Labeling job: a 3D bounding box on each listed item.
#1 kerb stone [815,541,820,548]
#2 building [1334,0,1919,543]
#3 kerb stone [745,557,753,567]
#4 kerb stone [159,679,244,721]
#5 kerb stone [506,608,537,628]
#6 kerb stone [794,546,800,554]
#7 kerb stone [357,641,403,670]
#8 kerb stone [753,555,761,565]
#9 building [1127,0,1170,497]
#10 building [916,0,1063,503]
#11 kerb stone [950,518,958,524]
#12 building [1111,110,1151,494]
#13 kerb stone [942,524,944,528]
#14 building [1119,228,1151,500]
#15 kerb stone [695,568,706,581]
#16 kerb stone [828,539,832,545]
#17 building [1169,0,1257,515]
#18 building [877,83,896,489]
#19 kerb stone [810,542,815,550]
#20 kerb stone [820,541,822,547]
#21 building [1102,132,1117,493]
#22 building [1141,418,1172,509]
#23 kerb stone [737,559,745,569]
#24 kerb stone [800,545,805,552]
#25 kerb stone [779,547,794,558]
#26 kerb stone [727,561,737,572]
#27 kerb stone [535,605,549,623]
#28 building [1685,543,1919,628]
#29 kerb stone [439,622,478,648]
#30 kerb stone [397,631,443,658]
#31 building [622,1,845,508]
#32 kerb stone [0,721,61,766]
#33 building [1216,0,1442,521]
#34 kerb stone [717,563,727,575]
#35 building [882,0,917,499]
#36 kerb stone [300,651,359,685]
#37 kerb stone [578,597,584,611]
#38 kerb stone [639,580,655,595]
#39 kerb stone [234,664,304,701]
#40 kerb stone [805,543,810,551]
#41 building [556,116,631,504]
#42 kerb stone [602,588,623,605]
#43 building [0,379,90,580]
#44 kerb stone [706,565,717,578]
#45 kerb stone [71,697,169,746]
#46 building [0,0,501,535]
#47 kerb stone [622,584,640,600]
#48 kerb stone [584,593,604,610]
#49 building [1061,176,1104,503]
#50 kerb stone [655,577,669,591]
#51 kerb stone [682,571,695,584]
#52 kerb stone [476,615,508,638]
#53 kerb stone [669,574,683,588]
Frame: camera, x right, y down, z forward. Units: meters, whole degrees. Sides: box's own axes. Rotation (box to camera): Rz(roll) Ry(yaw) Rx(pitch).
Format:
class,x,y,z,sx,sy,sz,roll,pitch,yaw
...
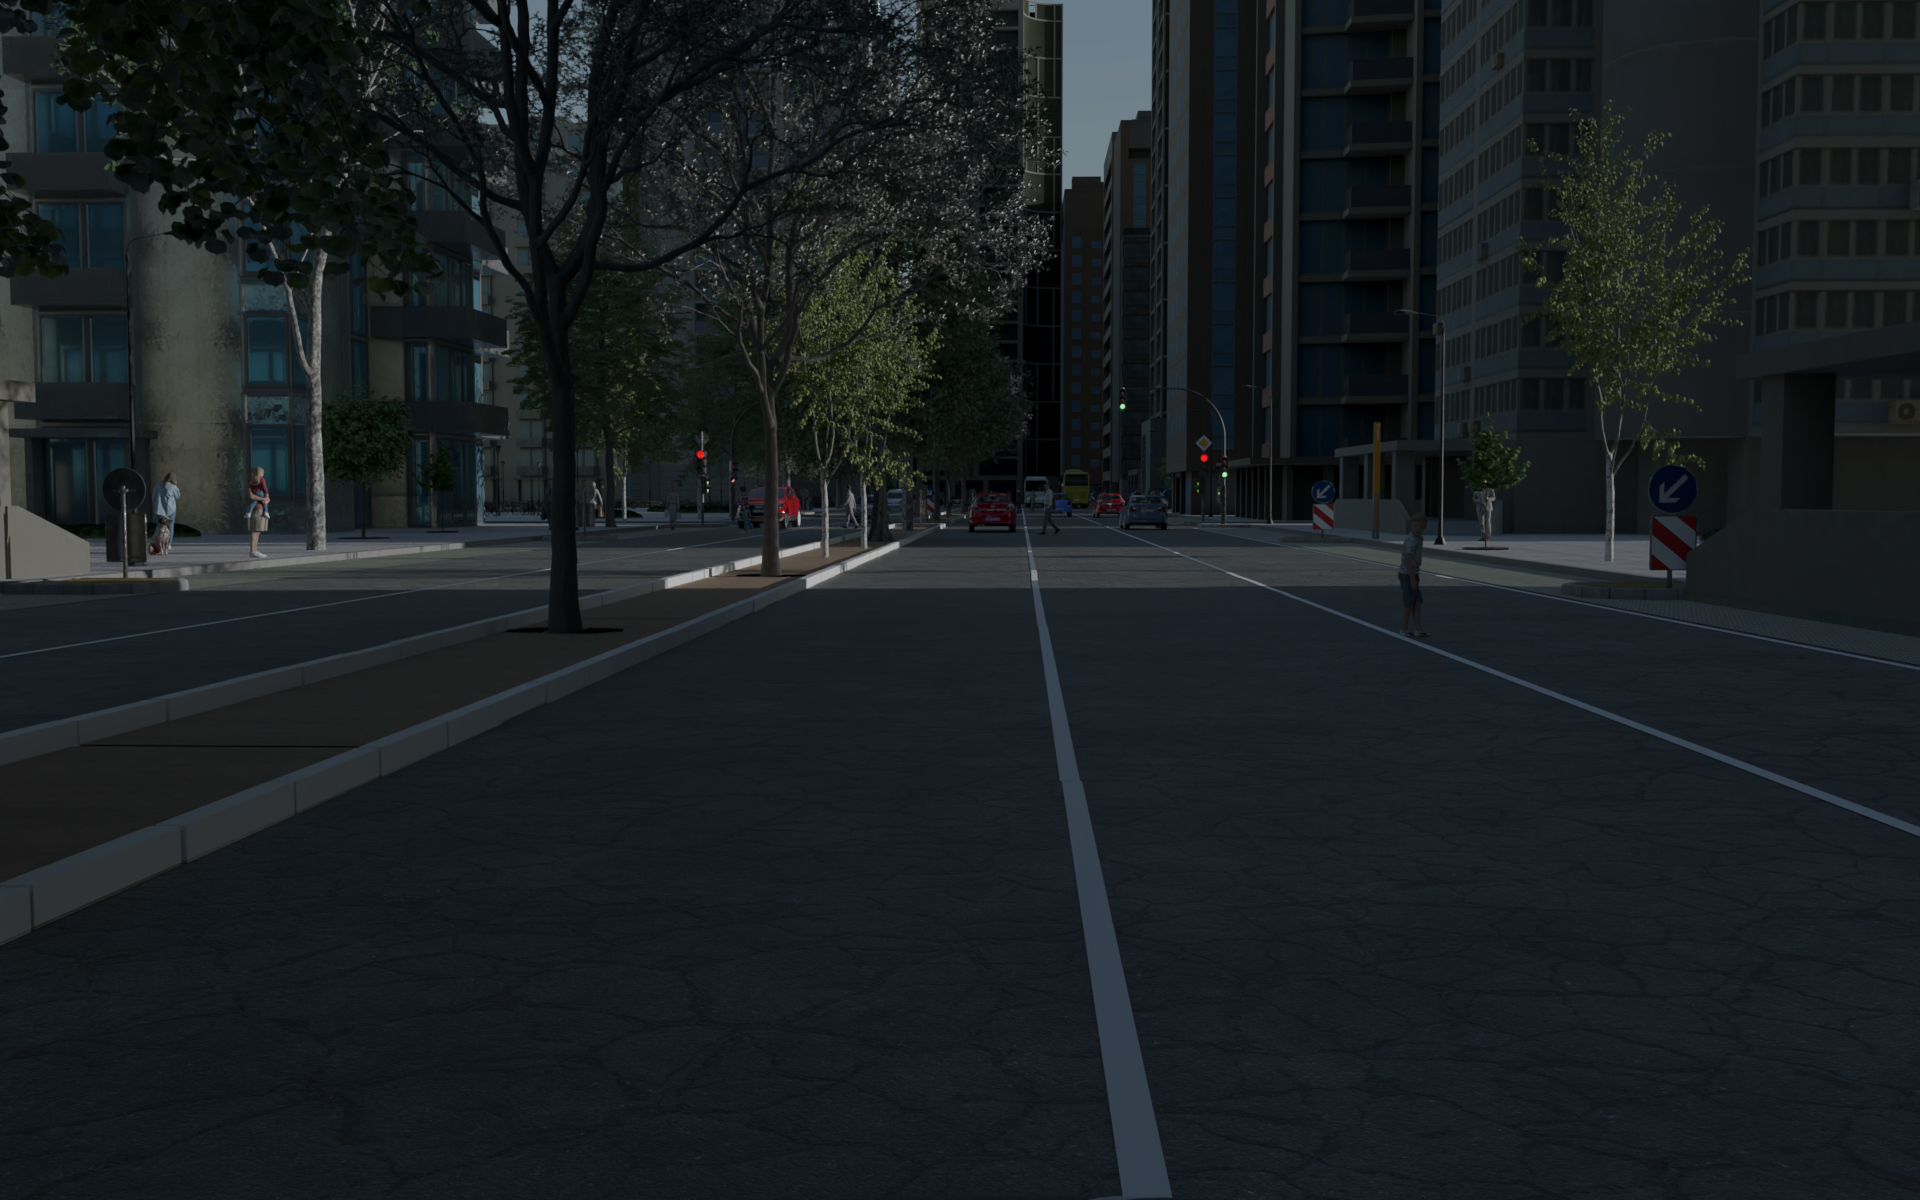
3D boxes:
class,x,y,z,sx,sy,sz,roll,pitch,yaw
kerb stone,-3.843,-1.404,45.152,0.120,0.150,1.000,0,4,2
building,30.283,-22.474,59.331,32.217,40.220,23.993,0,4,2
kerb stone,-4.230,-0.715,33.886,0.120,0.150,1.000,0,4,2
kerb stone,-4.999,0.663,11.360,0.120,0.150,1.000,0,4,2
kerb stone,-4.758,0.224,18.531,0.120,0.150,1.000,0,4,2
kerb stone,-3.984,-1.150,41.053,0.120,0.150,1.000,0,4,2
kerb stone,-4.897,0.484,14.426,0.120,0.150,1.000,0,4,2
kerb stone,-4.187,-0.777,34.907,0.120,0.150,1.000,0,4,2
building,27.543,-44.754,169.979,20.563,71.187,20.611,0,4,2
building,4.491,-49.683,250.574,20.611,71.187,20.563,0,4,2
kerb stone,-0.305,-3.941,86.628,0.120,0.150,1.000,0,4,2
building,25.229,-33.812,202.944,14.600,45.320,14.200,0,4,2
kerb stone,-0.857,-2.966,70.696,0.120,0.150,1.000,0,4,2
building,24.416,-25.541,189.289,14.160,30.474,14.107,0,4,2
kerb stone,-4.405,-0.396,28.763,0.120,0.150,1.000,0,4,2
kerb stone,-3.738,-1.590,48.217,0.120,0.150,1.000,0,4,2
building,20.806,-28.144,110.258,14.600,45.320,14.200,0,4,2
building,-22.568,-41.702,223.821,28.212,58.520,21.231,0,4,2
kerb stone,-3.875,-1.338,44.131,0.120,0.150,1.000,0,4,2
kerb stone,-3.805,-1.467,46.174,0.120,0.150,1.000,0,4,2
building,29.395,-36.513,220.686,21.300,48.544,21.600,0,4,2
building,27.126,-50.561,139.344,22.319,86.520,31.000,0,4,2
kerb stone,-4.261,-0.652,32.856,0.120,0.150,1.000,0,4,2
kerb stone,-3.949,-1.213,42.078,0.120,0.150,1.000,0,4,2
kerb stone,-4.016,-1.091,40.031,0.120,0.150,1.000,0,4,2
kerb stone,-4.293,-0.590,31.834,0.120,0.150,1.000,0,4,2
kerb stone,-4.726,0.161,19.556,0.120,0.150,1.000,0,4,2
building,25.574,-19.731,14.487,32.217,40.220,23.993,0,4,2
kerb stone,-4.830,0.350,16.474,0.120,0.150,1.000,0,4,2
kerb stone,-4.862,0.412,15.452,0.120,0.150,1.000,0,4,2
building,-20.322,-38.527,171.914,21.231,58.520,28.212,0,4,2
kerb stone,-5.079,0.788,9.310,0.120,0.150,1.000,0,4,2
building,28.517,-26.680,90.844,28.867,44.769,22.147,0,4,2
kerb stone,-4.333,-0.524,30.805,0.120,0.150,1.000,0,4,2
building,-21.840,-57.444,251.877,31.000,86.520,22.319,0,4,2
kerb stone,-4.926,0.538,13.404,0.120,0.150,1.000,0,4,2
kerb stone,-4.689,0.099,20.577,0.120,0.150,1.000,0,4,2
kerb stone,-4.551,-0.151,24.663,0.120,0.150,1.000,0,4,2
kerb stone,-4.975,0.600,12.383,0.120,0.150,1.000,0,4,2
kerb stone,-3.911,-1.279,43.104,0.120,0.150,1.000,0,4,2
building,-52.401,-36.892,222.793,30.456,49.044,23.786,0,4,2
kerb stone,-4.607,-0.026,22.619,0.120,0.150,1.000,0,4,2
building,-30.613,-20.120,20.838,32.217,40.220,23.993,0,4,2
kerb stone,-4.362,-0.464,29.783,0.120,0.150,1.000,0,4,2
kerb stone,-5.044,0.729,10.334,0.120,0.150,1.000,0,4,2
building,-33.373,-27.151,63.522,30.456,49.044,23.786,0,4,2
kerb stone,-4.579,-0.088,23.641,0.120,0.150,1.000,0,4,2
kerb stone,-4.652,0.037,21.598,0.120,0.150,1.000,0,4,2
building,21.748,-36.492,246.755,14.200,45.320,14.600,0,4,2
kerb stone,-4.510,-0.206,25.685,0.120,0.150,1.000,0,4,2
kerb stone,-4.440,-0.339,27.741,0.120,0.150,1.000,0,4,2
kerb stone,-4.802,0.287,17.501,0.120,0.150,1.000,0,4,2
kerb stone,-4.471,-0.276,26.715,0.120,0.150,1.000,0,4,2
